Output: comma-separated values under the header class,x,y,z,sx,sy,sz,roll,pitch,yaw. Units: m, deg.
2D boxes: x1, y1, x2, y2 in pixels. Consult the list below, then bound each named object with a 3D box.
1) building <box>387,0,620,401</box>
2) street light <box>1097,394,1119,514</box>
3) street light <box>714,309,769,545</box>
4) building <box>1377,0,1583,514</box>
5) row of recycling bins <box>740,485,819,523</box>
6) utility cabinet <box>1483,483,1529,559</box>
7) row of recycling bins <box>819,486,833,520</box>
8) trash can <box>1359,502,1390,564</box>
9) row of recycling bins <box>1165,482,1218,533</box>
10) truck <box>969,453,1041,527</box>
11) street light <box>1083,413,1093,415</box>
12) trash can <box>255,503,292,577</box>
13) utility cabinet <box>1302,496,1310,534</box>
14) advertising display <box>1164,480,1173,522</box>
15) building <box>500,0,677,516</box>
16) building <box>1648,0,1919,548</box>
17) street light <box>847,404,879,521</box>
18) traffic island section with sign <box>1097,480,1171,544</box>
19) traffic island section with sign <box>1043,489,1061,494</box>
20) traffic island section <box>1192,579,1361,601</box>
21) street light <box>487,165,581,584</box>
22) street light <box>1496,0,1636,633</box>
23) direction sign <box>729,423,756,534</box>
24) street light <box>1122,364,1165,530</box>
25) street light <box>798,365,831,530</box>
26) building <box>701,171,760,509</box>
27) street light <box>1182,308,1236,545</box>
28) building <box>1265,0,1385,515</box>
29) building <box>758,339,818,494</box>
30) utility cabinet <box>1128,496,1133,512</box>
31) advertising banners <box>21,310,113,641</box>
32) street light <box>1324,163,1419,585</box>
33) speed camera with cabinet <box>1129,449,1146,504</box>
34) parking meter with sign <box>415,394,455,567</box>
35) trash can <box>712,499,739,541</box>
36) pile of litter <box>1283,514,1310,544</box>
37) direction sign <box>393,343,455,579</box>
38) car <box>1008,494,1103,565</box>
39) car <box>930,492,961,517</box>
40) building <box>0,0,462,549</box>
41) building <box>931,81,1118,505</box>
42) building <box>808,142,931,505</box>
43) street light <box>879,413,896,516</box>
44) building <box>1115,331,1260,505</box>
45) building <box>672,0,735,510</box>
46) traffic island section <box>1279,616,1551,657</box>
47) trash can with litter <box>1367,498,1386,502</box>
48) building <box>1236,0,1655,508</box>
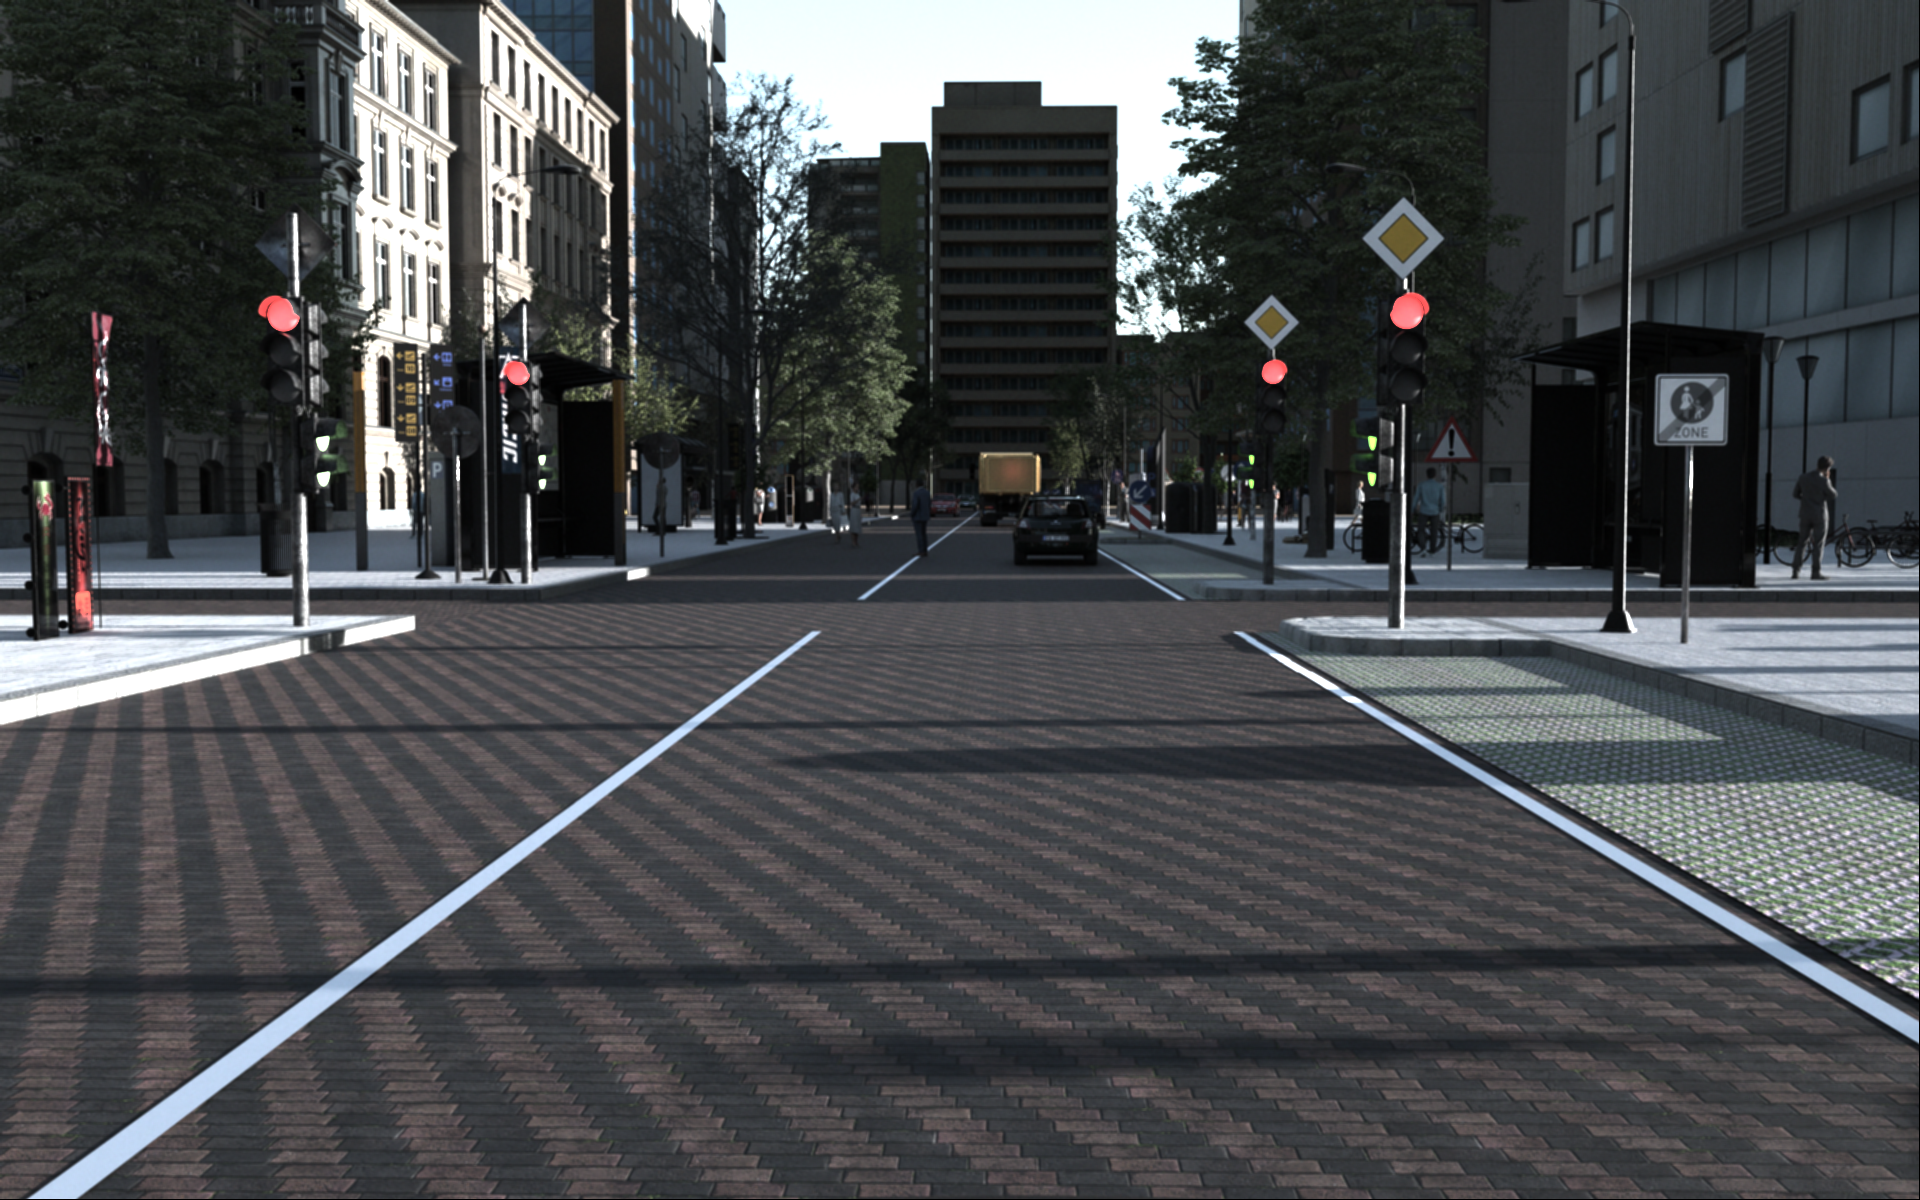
class,x,y,z,sx,sy,sz,roll,pitch,yaw
building,-25.692,-17.676,86.258,12.463,27.353,25.104,0,4,1
street light,7.125,-6.626,80.868,1.470,5.913,1.316,0,4,1
street light,-5.495,-4.347,43.618,1.470,5.913,1.316,0,4,1
building,29.362,-19.584,91.897,14.160,30.474,14.107,0,4,1
row of recycling bins,-8.286,-4.349,78.215,3.534,1.692,1.069,-2,4,-32
utility cabinet,10.918,-1.553,34.075,1.173,1.500,0.318,3,4,38
row of recycling bins,-7.580,-4.807,85.699,1.069,1.692,3.534,2,4,34
trash can,7.764,-1.252,32.119,0.748,1.137,0.748,0,3,0
row of recycling bins,7.789,-3.143,58.493,1.069,1.692,3.534,2,4,27
truck,2.194,-5.138,79.929,3.469,3.379,9.791,0,4,0
street light,7.737,-7.769,99.571,1.470,5.913,1.316,0,4,1
trash can,-10.552,-0.934,26.925,0.748,1.137,0.748,0,3,0
utility cabinet,10.336,-2.420,50.732,0.306,1.237,1.020,-1,4,-12
advertising display,9.590,-4.584,80.165,0.123,1.923,0.974,-3,5,-40
building,-25.873,-27.939,106.918,14.600,45.320,14.200,0,4,1
building,34.980,-28.149,49.469,27.495,52.752,28.713,0,4,1
street light,-4.689,-6.641,81.121,1.470,5.913,1.316,0,4,1
traffic island section with sign,5.020,-2.523,49.874,1.989,1.847,2.006,0,4,1
traffic island section with sign,6.894,-7.198,126.321,1.989,1.847,2.006,0,4,1
traffic island section,4.399,-0.142,24.597,2.009,0.180,2.903,0,4,1
street light,-6.046,-3.185,24.612,1.470,5.913,1.316,0,4,1
street light,5.604,-2.659,16.018,1.470,5.913,1.316,0,4,1
direction sign,-6.987,-3.890,55.598,0.876,3.537,0.379,-1,4,-23
street light,6.677,-5.481,62.161,1.470,5.913,1.316,0,4,1
street light,-5.128,-5.497,62.414,1.470,5.913,1.316,0,4,1
building,-25.493,-23.470,155.439,14.107,30.474,14.160,0,4,1
street light,6.237,-4.336,43.430,1.470,5.913,1.316,0,4,1
building,30.418,-29.114,126.123,14.600,45.320,14.200,0,4,1
building,-31.867,-22.451,212.115,28.899,21.520,27.650,0,4,1
utility cabinet,9.508,-5.228,96.635,0.306,1.237,1.020,0,4,7
advertising banners,-8.167,-1.210,15.974,0.090,3.025,2.074,0,4,-6
street light,5.819,-3.178,24.499,1.470,5.913,1.316,0,4,1
speed camera with cabinet,8.105,-5.027,76.531,0.660,3.252,2.038,2,4,29
parking meter with sign,-9.069,-2.123,30.966,0.543,3.016,1.738,2,4,29
trash can,-6.450,-2.201,47.640,0.748,1.137,0.748,0,3,0
pile of litter,9.004,-1.903,45.075,1.176,0.858,1.719,0,4,2
direction sign,-8.072,-2.090,26.170,0.876,3.537,0.379,-2,4,-27
car,2.007,-1.627,36.392,2.009,1.686,4.222,0,4,3
car,-0.996,-6.078,108.413,2.155,1.783,4.494,0,4,3
building,-27.080,-14.521,56.507,14.460,24.649,34.723,0,4,1
building,7.520,-35.689,207.211,21.600,48.544,21.300,0,4,1
building,-10.548,-31.839,204.164,14.086,41.232,14.154,0,4,1
street light,-4.244,-7.785,99.829,1.470,5.913,1.316,0,4,1
building,33.127,-22.357,210.571,28.899,21.520,27.650,0,4,1
building,-32.202,-32.931,127.660,28.713,52.752,27.495,0,4,1
traffic island section,4.204,0.347,16.615,2.009,0.180,2.903,0,4,1
trash can with litter,11.123,-2.136,46.313,0.624,1.170,1.055,1,4,20
building,38.608,-34.084,146.512,28.713,52.752,27.495,0,4,1
